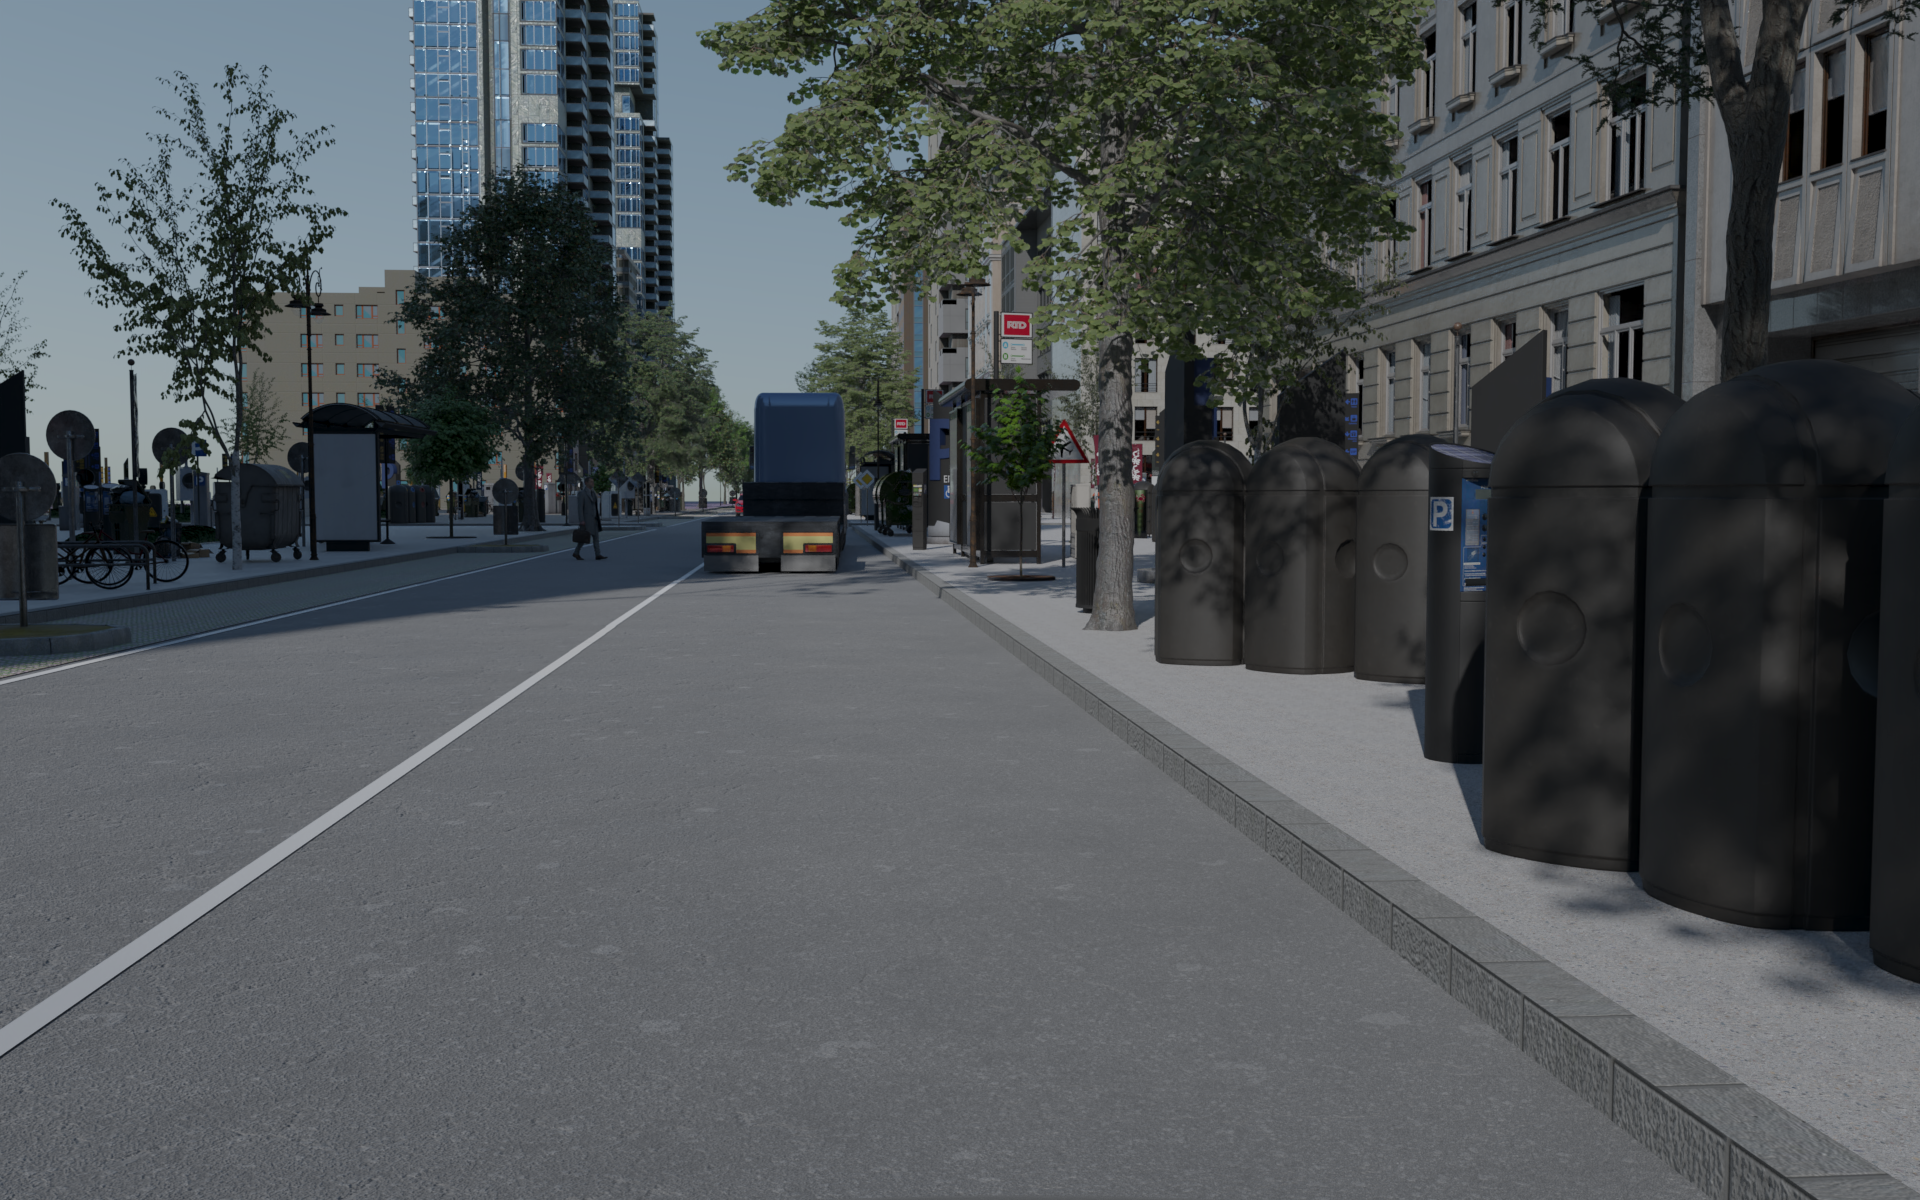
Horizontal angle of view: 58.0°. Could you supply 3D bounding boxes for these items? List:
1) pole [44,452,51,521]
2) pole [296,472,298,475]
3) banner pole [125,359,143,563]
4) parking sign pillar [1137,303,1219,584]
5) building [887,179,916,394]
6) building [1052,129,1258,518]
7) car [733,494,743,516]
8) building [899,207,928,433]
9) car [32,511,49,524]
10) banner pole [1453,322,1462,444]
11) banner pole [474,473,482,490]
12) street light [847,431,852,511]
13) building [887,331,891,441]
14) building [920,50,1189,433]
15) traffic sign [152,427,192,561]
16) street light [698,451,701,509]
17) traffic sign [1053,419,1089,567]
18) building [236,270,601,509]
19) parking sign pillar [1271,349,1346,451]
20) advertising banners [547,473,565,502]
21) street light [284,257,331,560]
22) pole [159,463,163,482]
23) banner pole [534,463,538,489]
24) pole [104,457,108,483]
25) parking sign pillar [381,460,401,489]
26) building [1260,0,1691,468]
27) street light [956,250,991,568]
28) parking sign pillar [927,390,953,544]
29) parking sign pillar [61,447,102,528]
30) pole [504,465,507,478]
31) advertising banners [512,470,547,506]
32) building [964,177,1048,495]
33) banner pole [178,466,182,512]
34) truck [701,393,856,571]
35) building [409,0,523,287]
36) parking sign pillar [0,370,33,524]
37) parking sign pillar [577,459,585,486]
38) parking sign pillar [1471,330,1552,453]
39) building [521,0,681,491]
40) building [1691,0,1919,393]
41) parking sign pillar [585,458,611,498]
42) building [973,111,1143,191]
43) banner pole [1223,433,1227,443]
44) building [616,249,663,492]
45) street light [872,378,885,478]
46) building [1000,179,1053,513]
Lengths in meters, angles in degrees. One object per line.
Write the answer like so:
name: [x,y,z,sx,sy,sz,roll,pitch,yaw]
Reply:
pole: [-44.084,-5.494,83.663,0.158,3.312,0.155,0,3,0]
pole: [-50.341,-8.427,131.630,0.158,3.312,0.155,0,3,0]
banner pole: [-15.212,-2.566,31.967,0.401,3.779,0.863,-2,4,-33]
parking sign pillar: [3.306,-2.244,25.158,1.447,3.967,1.447,0,4,-5]
building: [2.749,-42.515,284.362,28.713,52.752,27.495,0,4,-5]
building: [14.120,-14.666,94.539,16.860,20.320,10.420,0,4,-5]
car: [-13.842,-6.418,113.973,2.155,1.783,4.494,0,4,-5]
building: [-2.038,-37.503,263.277,14.600,45.320,14.200,0,4,-5]
car: [-39.874,-3.760,70.143,5.304,1.827,2.281,0,4,-6]
banner pole: [7.174,-2.146,25.105,0.401,3.779,0.863,1,4,18]
banner pole: [-35.644,-8.431,127.860,0.863,3.779,0.401,-3,4,-37]
street light: [-7.162,-8.554,112.641,0.468,5.910,1.993,0,4,-5]
building: [-6.010,-32.641,305.376,14.160,30.474,14.107,0,4,-5]
building: [10.514,-37.636,204.590,28.713,52.752,27.495,0,4,-5]
traffic sign: [-15.036,-2.015,33.055,0.768,2.556,0.104,0,4,0]
street light: [-23.022,-11.026,153.067,0.468,5.910,1.993,0,4,-5]
traffic sign: [1.811,-1.847,30.205,0.884,2.594,0.081,0,4,2]
building: [-49.385,-19.486,163.640,27.650,21.520,28.899,0,4,-5]
parking sign pillar: [6.458,-2.672,32.163,1.447,3.967,1.447,-1,4,-12]
advertising banners: [-33.284,-8.995,143.258,2.074,3.025,0.090,1,4,15]
street light: [-12.552,-3.712,33.480,0.468,5.910,1.993,0,4,-5]
pole: [-47.250,-6.647,102.519,0.158,3.312,0.155,0,3,0]
banner pole: [-19.738,-5.518,80.236,0.863,3.779,0.401,2,4,33]
pole: [-47.552,-6.280,96.522,0.158,3.312,0.155,0,3,0]
parking sign pillar: [-35.504,-7.318,108.118,1.447,3.967,1.447,2,4,31]
building: [18.635,-12.950,45.014,16.112,22.955,30.059,0,4,-5]
street light: [0.229,-3.506,30.114,0.468,5.910,1.993,0,4,-5]
parking sign pillar: [-0.167,-3.439,44.694,1.447,3.967,1.447,2,4,29]
parking sign pillar: [-33.564,-4.754,66.193,1.447,3.967,1.447,-1,4,-13]
pole: [-31.361,-7.689,119.552,0.158,3.312,0.155,0,3,0]
advertising banners: [-26.291,-6.662,105.113,2.074,3.025,0.090,0,4,0]
building: [7.719,-21.892,143.838,13.634,28.700,20.117,0,4,-5]
banner pole: [-40.505,-6.109,89.900,0.401,3.779,0.863,-2,4,-35]
truck: [-3.932,-3.083,40.173,2.967,4.110,18.799,0,4,-3]
building: [-48.866,-53.770,191.814,22.319,86.520,31.000,0,4,-5]
parking sign pillar: [-20.961,-3.007,37.632,1.447,3.967,1.447,-1,4,-15]
parking sign pillar: [-29.501,-8.991,135.474,1.447,3.967,1.447,1,4,9]
parking sign pillar: [9.253,-2.483,29.067,1.447,3.967,1.447,-3,5,-43]
building: [-56.836,-59.306,282.316,22.319,86.520,31.000,0,4,-5]
building: [19.263,-12.344,19.848,12.078,24.808,19.932,0,4,-5]
parking sign pillar: [-25.856,-8.345,124.910,1.447,3.967,1.447,0,4,8]
building: [14.402,-29.819,179.426,32.217,40.220,23.993,0,4,-5]
banner pole: [10.761,-4.921,70.473,0.401,3.779,0.863,1,4,10]
building: [-60.467,-34.432,254.843,32.217,40.220,23.993,0,4,-5]
street light: [-3.266,-5.895,69.177,0.468,5.910,1.993,0,4,-5]
building: [11.305,-18.347,119.042,14.314,24.678,30.058,0,4,-5]
